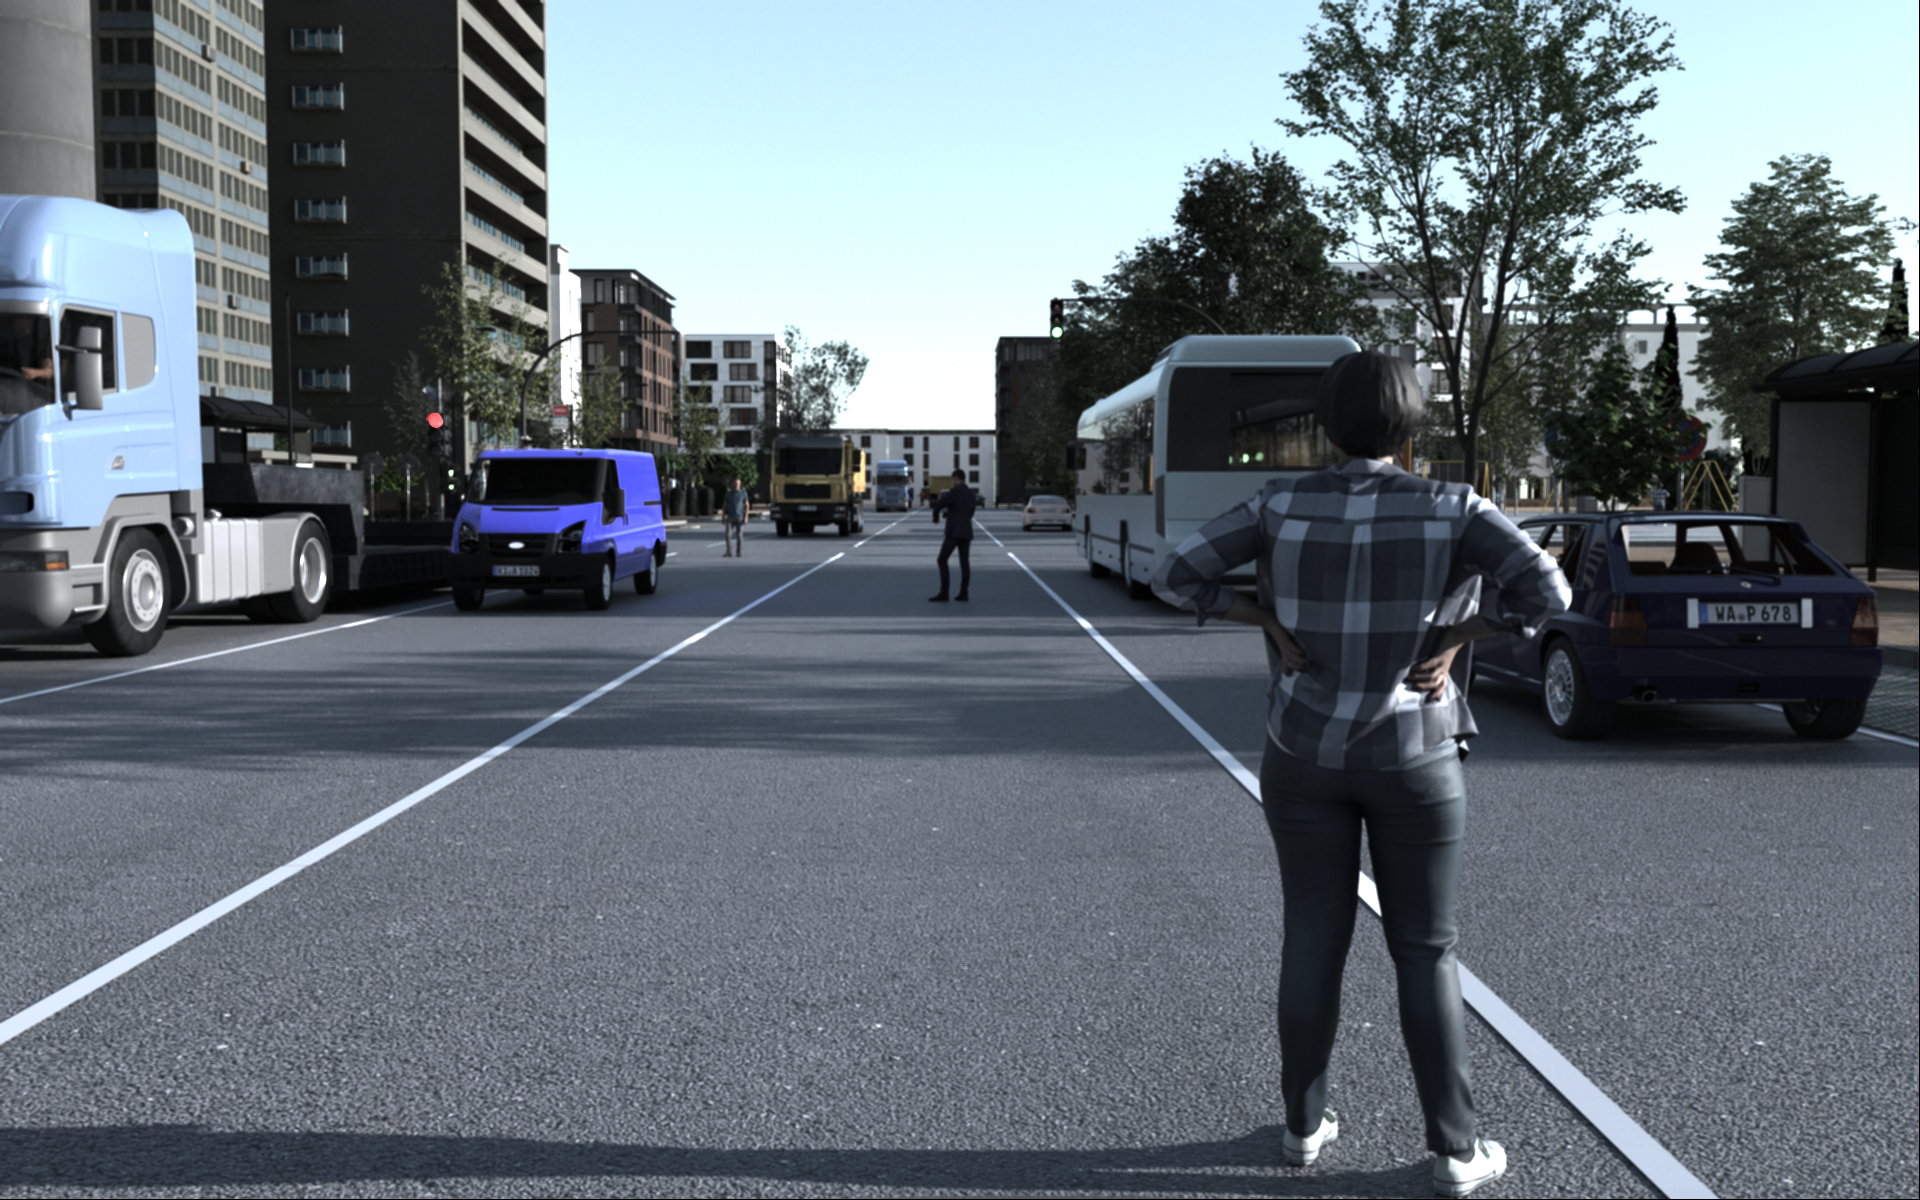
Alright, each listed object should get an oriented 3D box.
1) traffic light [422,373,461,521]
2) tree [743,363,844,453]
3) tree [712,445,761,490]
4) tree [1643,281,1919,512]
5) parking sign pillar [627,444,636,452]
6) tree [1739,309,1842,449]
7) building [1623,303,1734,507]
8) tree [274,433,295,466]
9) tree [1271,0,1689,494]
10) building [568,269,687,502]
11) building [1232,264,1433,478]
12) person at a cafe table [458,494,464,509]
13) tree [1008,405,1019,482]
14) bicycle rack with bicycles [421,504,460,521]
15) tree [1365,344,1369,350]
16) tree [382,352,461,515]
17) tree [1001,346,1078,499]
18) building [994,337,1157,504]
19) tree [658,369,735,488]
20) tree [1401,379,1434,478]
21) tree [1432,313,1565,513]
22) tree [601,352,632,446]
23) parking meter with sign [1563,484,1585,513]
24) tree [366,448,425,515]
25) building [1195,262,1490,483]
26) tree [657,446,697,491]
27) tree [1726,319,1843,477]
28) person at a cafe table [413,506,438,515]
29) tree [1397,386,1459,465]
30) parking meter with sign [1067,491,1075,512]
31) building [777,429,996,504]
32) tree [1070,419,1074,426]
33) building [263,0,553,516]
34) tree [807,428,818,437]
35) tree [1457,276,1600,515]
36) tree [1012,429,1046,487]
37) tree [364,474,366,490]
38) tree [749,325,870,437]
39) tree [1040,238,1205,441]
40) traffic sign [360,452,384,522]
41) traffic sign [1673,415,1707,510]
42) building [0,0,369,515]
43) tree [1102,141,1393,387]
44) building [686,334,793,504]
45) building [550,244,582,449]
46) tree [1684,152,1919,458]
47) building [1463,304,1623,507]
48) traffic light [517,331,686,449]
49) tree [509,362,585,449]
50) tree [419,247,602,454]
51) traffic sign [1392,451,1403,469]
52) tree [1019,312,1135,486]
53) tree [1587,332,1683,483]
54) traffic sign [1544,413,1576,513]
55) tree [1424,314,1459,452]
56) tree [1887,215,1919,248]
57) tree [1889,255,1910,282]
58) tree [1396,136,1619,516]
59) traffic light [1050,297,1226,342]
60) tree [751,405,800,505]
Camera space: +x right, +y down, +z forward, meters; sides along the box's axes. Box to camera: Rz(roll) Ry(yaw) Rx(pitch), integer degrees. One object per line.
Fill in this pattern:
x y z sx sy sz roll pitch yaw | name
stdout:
-12.062 -3.139 40.244 0.839 4.253 0.868 0 4 0 | traffic light
-15.468 -15.400 162.162 12.009 13.543 11.850 0 3 0 | tree
-15.008 -8.125 116.554 4.285 4.588 4.351 0 3 0 | tree
53.948 -13.116 116.260 18.604 14.587 13.155 -1 4 -10 | tree
-17.627 -6.422 93.478 1.447 3.967 1.447 -3 5 -44 | parking sign pillar
31.886 -7.091 66.303 4.360 8.622 3.978 0 3 0 | tree
70.468 -19.673 178.066 11.380 20.091 16.016 0 4 0 | building
-35.548 -6.499 89.969 4.285 4.588 4.351 0 3 0 | tree
9.807 -6.578 33.309 9.928 11.665 9.643 0 3 0 | tree
-45.825 -20.017 171.260 32.646 21.610 27.936 0 4 0 | building
30.475 -17.761 146.806 16.016 20.091 11.380 0 4 0 | building
-26.085 -5.133 92.437 1.622 1.524 1.698 0 4 6 | person at a cafe table
8.619 -15.237 167.250 7.486 12.596 7.792 0 3 0 | tree
-17.908 -2.975 62.028 2.925 0.926 2.852 -3 5 -43 | bicycle rack with bicycles
17.795 -7.880 79.201 4.737 8.622 4.395 0 3 0 | tree
-27.308 -8.449 88.506 4.360 8.622 3.978 0 3 0 | tree
8.360 -13.827 136.441 12.009 13.543 11.850 0 3 0 | tree
21.377 -23.929 235.214 32.646 21.610 27.936 0 4 0 | building
-15.457 -9.242 101.464 4.737 8.622 4.395 0 3 0 | tree
28.685 -9.642 108.002 4.360 8.622 3.978 0 3 0 | tree
22.047 -7.313 69.937 4.360 8.622 3.978 0 3 0 | tree
-18.785 -8.426 88.130 4.737 8.622 4.395 0 3 0 | tree
18.480 -3.331 50.731 0.543 3.016 1.738 -3 5 -41 | parking meter with sign
-23.663 -4.791 72.939 1.663 3.219 1.824 0 3 0 | tree
35.884 -19.877 168.961 27.936 21.610 32.646 0 4 0 | building
-19.312 -8.145 116.879 4.285 4.588 4.351 0 3 0 | tree
35.029 -7.443 72.050 4.737 8.622 4.395 0 3 0 | tree
-24.441 -4.279 80.822 1.726 1.238 1.698 2 4 24 | person at a cafe table
30.336 -11.286 118.946 8.767 10.594 7.601 0 4 3 | tree
8.331 -7.634 121.077 1.738 3.016 0.543 -1 4 -19 | parking meter with sign
-9.398 -17.399 226.612 28.070 9.664 9.099 0 4 0 | building
9.030 -10.131 116.004 4.737 8.622 4.395 0 3 0 | tree
-37.573 -29.319 103.066 21.300 48.544 21.600 0 4 0 | building
-15.136 -14.148 181.687 4.737 8.622 4.395 0 3 0 | tree
19.869 -6.565 57.704 4.737 8.622 4.395 0 3 0 | tree
7.933 -15.130 197.739 4.737 8.622 4.395 0 3 0 | tree
-26.102 -5.102 78.021 1.663 3.219 1.824 0 3 0 | tree
-16.775 -20.713 194.540 12.611 20.169 13.585 0 3 0 | tree
8.917 -11.112 88.342 9.857 13.997 8.962 0 3 0 | tree
-17.905 -3.220 52.752 0.768 2.556 0.104 1 4 8 | traffic sign
11.436 -1.677 27.517 0.768 2.556 0.104 1 4 8 | traffic sign
-43.641 -23.281 72.533 32.217 40.220 23.993 0 4 0 | building
9.410 -8.551 56.812 9.611 12.733 9.660 0 3 0 | tree
-39.825 -23.911 234.923 32.646 21.610 27.936 0 4 0 | building
-36.684 -16.677 129.091 16.016 20.091 11.380 0 4 0 | building
28.047 -8.588 58.549 7.486 12.596 7.792 0 3 0 | tree
59.084 -19.702 178.547 11.380 20.091 16.016 0 4 0 | building
-10.033 -4.502 48.280 4.771 5.953 1.251 0 4 0 | traffic light
-23.186 -8.959 96.846 4.360 8.622 3.978 0 3 0 | tree
-14.215 -6.239 52.369 4.737 8.622 4.395 0 3 0 | tree
10.076 -2.489 40.691 0.884 2.594 0.081 0 4 0 | traffic sign
9.119 -11.597 107.737 7.486 12.596 7.792 0 3 0 | tree
29.910 -7.790 77.725 4.360 8.622 3.978 0 3 0 | tree
9.638 -1.675 27.498 0.768 2.556 0.104 1 4 9 | traffic sign
19.411 -6.921 63.522 4.737 8.622 4.395 0 3 0 | tree
21.868 -7.307 29.848 12.009 13.543 11.850 0 3 0 | tree
53.120 -12.138 100.271 18.604 14.587 13.155 -2 4 -30 | tree
29.582 -14.538 93.590 12.611 20.169 13.585 0 3 0 | tree
4.448 -4.011 40.247 4.771 5.953 1.251 0 4 0 | traffic light
-15.314 -11.786 143.068 4.360 8.622 3.978 0 3 0 | tree
